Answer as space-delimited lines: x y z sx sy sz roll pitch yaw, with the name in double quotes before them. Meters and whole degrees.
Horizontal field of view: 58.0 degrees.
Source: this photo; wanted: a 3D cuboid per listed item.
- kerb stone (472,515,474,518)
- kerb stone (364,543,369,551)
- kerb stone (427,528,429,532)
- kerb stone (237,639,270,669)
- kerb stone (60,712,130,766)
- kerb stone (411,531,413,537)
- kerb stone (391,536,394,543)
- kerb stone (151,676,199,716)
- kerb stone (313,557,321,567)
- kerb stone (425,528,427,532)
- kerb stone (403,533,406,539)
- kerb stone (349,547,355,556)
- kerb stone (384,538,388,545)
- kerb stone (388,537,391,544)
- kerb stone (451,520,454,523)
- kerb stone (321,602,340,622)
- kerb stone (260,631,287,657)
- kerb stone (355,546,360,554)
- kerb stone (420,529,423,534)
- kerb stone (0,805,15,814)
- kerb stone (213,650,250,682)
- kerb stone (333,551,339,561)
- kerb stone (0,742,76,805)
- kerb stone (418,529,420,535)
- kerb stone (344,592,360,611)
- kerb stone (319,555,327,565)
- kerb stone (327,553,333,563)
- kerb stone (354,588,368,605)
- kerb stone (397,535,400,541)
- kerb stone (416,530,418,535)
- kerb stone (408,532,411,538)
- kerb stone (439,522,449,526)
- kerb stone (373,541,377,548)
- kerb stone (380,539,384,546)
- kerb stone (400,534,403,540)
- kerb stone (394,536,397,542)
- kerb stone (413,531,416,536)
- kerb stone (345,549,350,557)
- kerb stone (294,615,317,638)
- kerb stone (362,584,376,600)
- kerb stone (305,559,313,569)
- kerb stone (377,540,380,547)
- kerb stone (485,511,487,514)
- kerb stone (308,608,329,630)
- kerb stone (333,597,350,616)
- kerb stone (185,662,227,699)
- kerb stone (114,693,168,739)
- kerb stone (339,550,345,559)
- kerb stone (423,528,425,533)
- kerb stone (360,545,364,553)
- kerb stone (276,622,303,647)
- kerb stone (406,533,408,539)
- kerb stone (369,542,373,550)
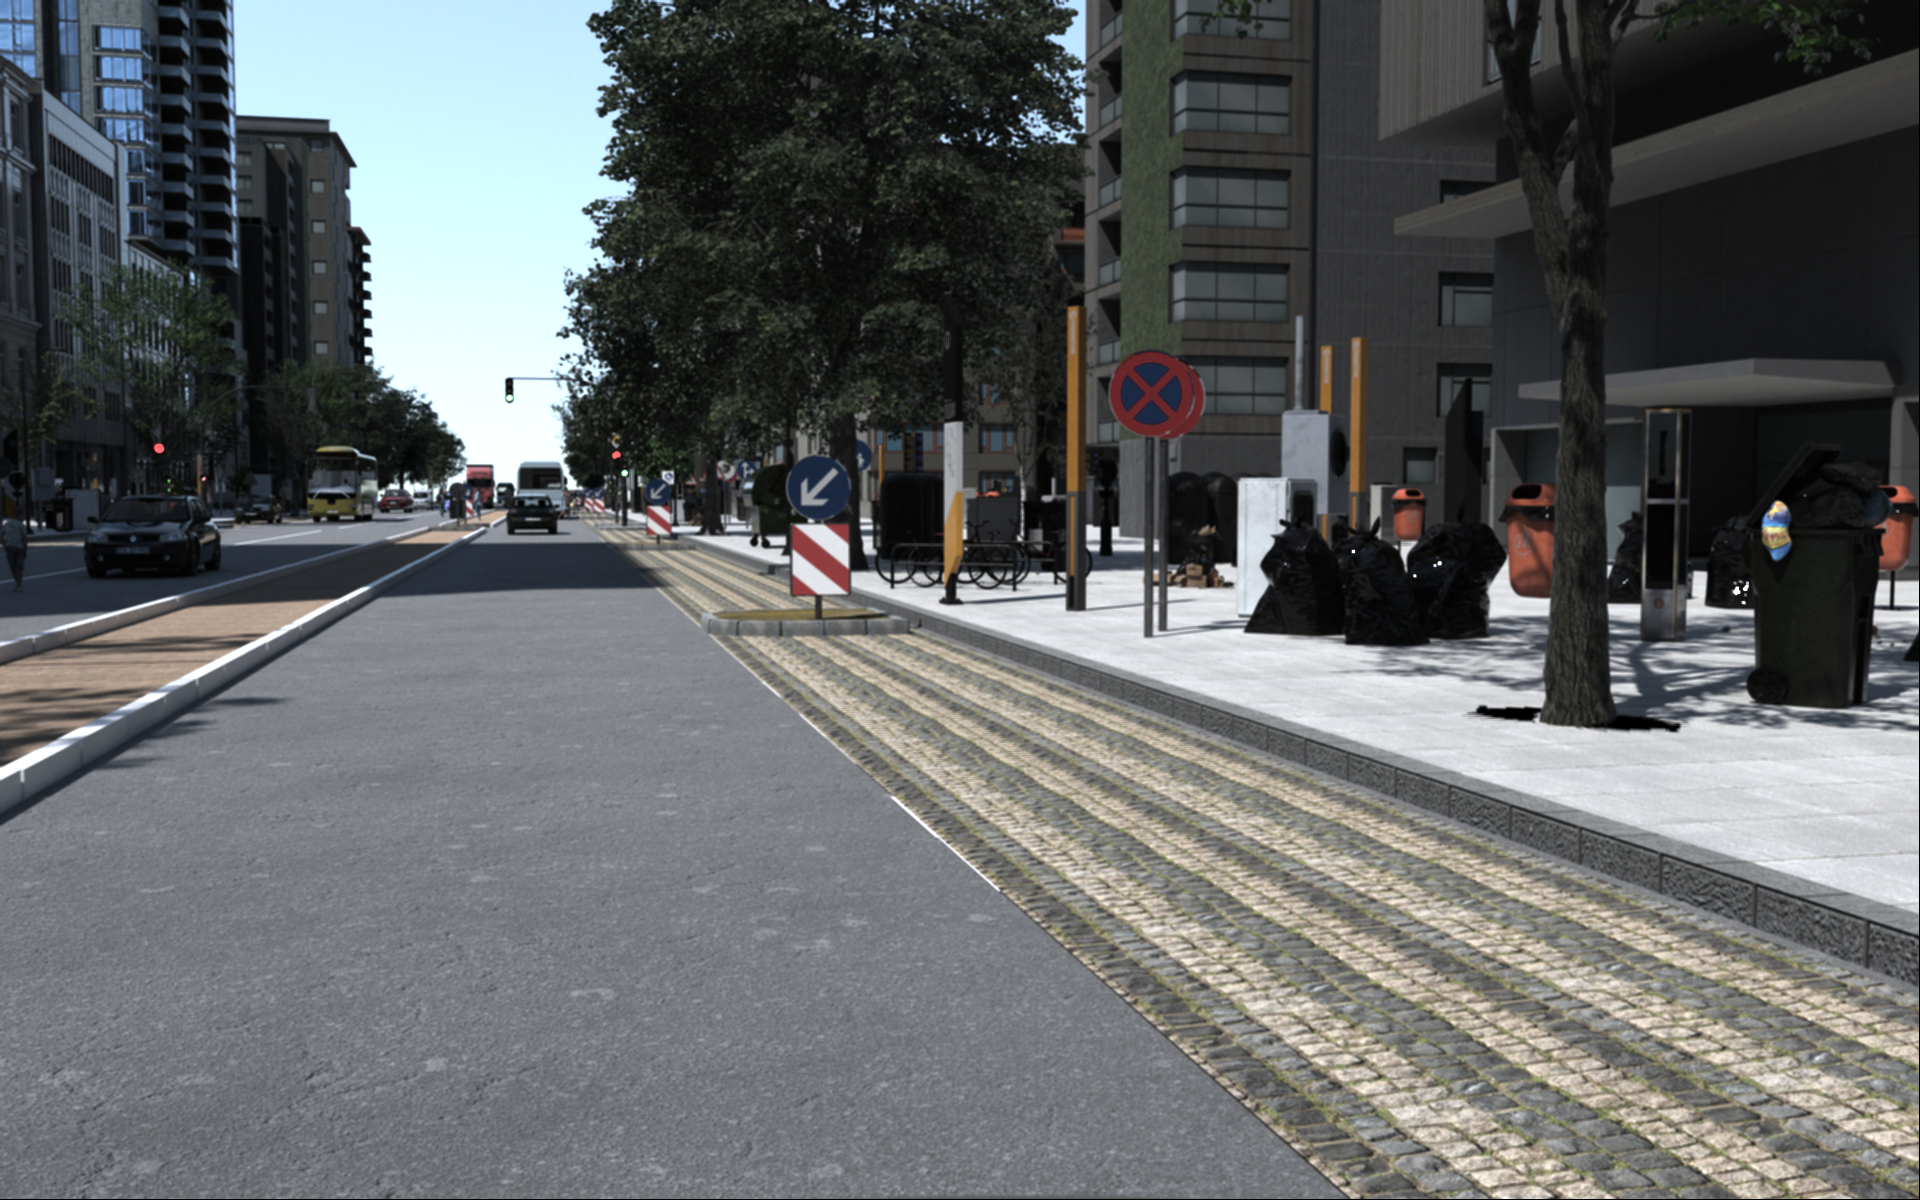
"kerb stone" -28.652 -4.835 101.335 0.120 0.150 1.000 -1 4 -13
"kerb stone" -14.831 -1.267 42.915 0.120 0.150 1.000 -1 4 -13
"kerb stone" -19.800 -2.546 63.900 0.120 0.150 1.000 -1 4 -13
"kerb stone" -5.962 0.468 14.539 0.120 0.150 1.000 -1 4 -13
"kerb stone" -4.781 0.773 9.564 0.120 0.150 1.000 -1 4 -13
"kerb stone" -18.144 -2.118 56.907 0.120 0.150 1.000 -1 4 -13
"kerb stone" -16.484 -1.695 49.917 0.120 0.150 1.000 -1 4 -13
"kerb stone" -5.257 0.653 11.555 0.120 0.150 1.000 -1 4 -13
"kerb stone" -12.706 -0.718 33.931 0.120 0.150 1.000 -1 4 -13
"kerb stone" -19.556 -2.490 62.907 0.120 0.150 1.000 -1 4 -13
"kerb stone" -17.439 -1.939 53.906 0.120 0.150 1.000 -1 4 -13
"kerb stone" -14.126 -1.084 39.917 0.120 0.150 1.000 -1 4 -13
"kerb stone" -16.012 -1.572 47.900 0.120 0.150 1.000 -1 4 -13
"kerb stone" -16.245 -1.632 48.900 0.120 0.150 1.000 -1 4 -13
"kerb stone" -23.696 -3.556 80.388 0.120 0.150 1.000 -1 4 -13
"kerb stone" -7.148 0.163 19.531 0.120 0.150 1.000 -1 4 -13
"kerb stone" -6.199 0.412 15.546 0.120 0.150 1.000 -1 4 -13
"kerb stone" -14.358 -1.145 40.917 0.120 0.150 1.000 -1 4 -13
"kerb stone" -19.089 -2.368 60.906 0.120 0.150 1.000 -1 4 -13
"kerb stone" -4.316 0.895 7.566 0.120 0.150 1.000 -1 4 -13
"kerb stone" -5.724 0.529 13.545 0.120 0.150 1.000 -1 4 -13
"kerb stone" -13.413 -0.899 36.921 0.120 0.150 1.000 -1 4 -13
"kerb stone" -4.547 0.838 8.569 0.120 0.150 1.000 -1 4 -13
"kerb stone" -18.854 -2.306 59.911 0.120 0.150 1.000 -1 4 -13
"kerb stone" -7.611 0.041 21.523 0.120 0.150 1.000 -1 4 -13
"kerb stone" -12.940 -0.776 34.926 0.120 0.150 1.000 -1 4 -13
"kerb stone" -13.177 -0.840 35.926 0.120 0.150 1.000 -1 4 -13
"kerb stone" -7.847 -0.020 22.517 0.120 0.150 1.000 -1 4 -13
"kerb stone" -16.961 -1.818 51.916 0.120 0.150 1.000 -1 4 -13
"kerb stone" -18.618 -2.245 58.904 0.120 0.150 1.000 -1 4 -13
"kerb stone" -17.909 -2.056 55.903 0.120 0.150 1.000 -1 4 -13
"kerb stone" -22.759 -3.315 76.402 0.120 0.150 1.000 -1 4 -13
"kerb stone" -15.309 -1.389 44.910 0.120 0.150 1.000 -1 4 -13
"kerb stone" -15.779 -1.510 46.905 0.120 0.150 1.000 -1 4 -13
"kerb stone" -17.193 -1.873 52.914 0.120 0.150 1.000 -1 4 -13
"kerb stone" -16.731 -1.755 50.917 0.120 0.150 1.000 -1 4 -13
"kerb stone" -18.382 -2.184 57.901 0.120 0.150 1.000 -1 4 -13
"kerb stone" -13.891 -1.020 38.922 0.120 0.150 1.000 -1 4 -13
"kerb stone" -6.666 0.287 17.537 0.120 0.150 1.000 -1 4 -13
"kerb stone" -8.082 -0.081 23.514 0.120 0.150 1.000 -1 4 -13
"kerb stone" -12.473 -0.656 32.927 0.120 0.150 1.000 -1 4 -13
"kerb stone" -15.546 -1.448 45.907 0.120 0.150 1.000 -1 4 -13
"kerb stone" -33.381 -6.061 121.306 0.120 0.150 1.000 -1 4 -13
"kerb stone" -6.908 0.224 18.537 0.120 0.150 1.000 -1 4 -13
"kerb stone" -7.382 0.102 20.527 0.120 0.150 1.000 -1 4 -13
"kerb stone" -5.487 0.590 12.551 0.120 0.150 1.000 -1 4 -13
"kerb stone" -5.019 0.716 10.558 0.120 0.150 1.000 -1 4 -13
"kerb stone" -13.650 -0.961 37.916 0.120 0.150 1.000 -1 4 -13
"kerb stone" -19.325 -2.426 61.901 0.120 0.150 1.000 -1 4 -13
"kerb stone" -14.598 -1.206 41.919 0.120 0.150 1.000 -1 4 -13
"kerb stone" -6.437 0.351 16.540 0.120 0.150 1.000 -1 4 -13
"kerb stone" -17.669 -1.998 54.904 0.120 0.150 1.000 -1 4 -13
"kerb stone" -15.073 -1.328 43.908 0.120 0.150 1.000 -1 4 -13
